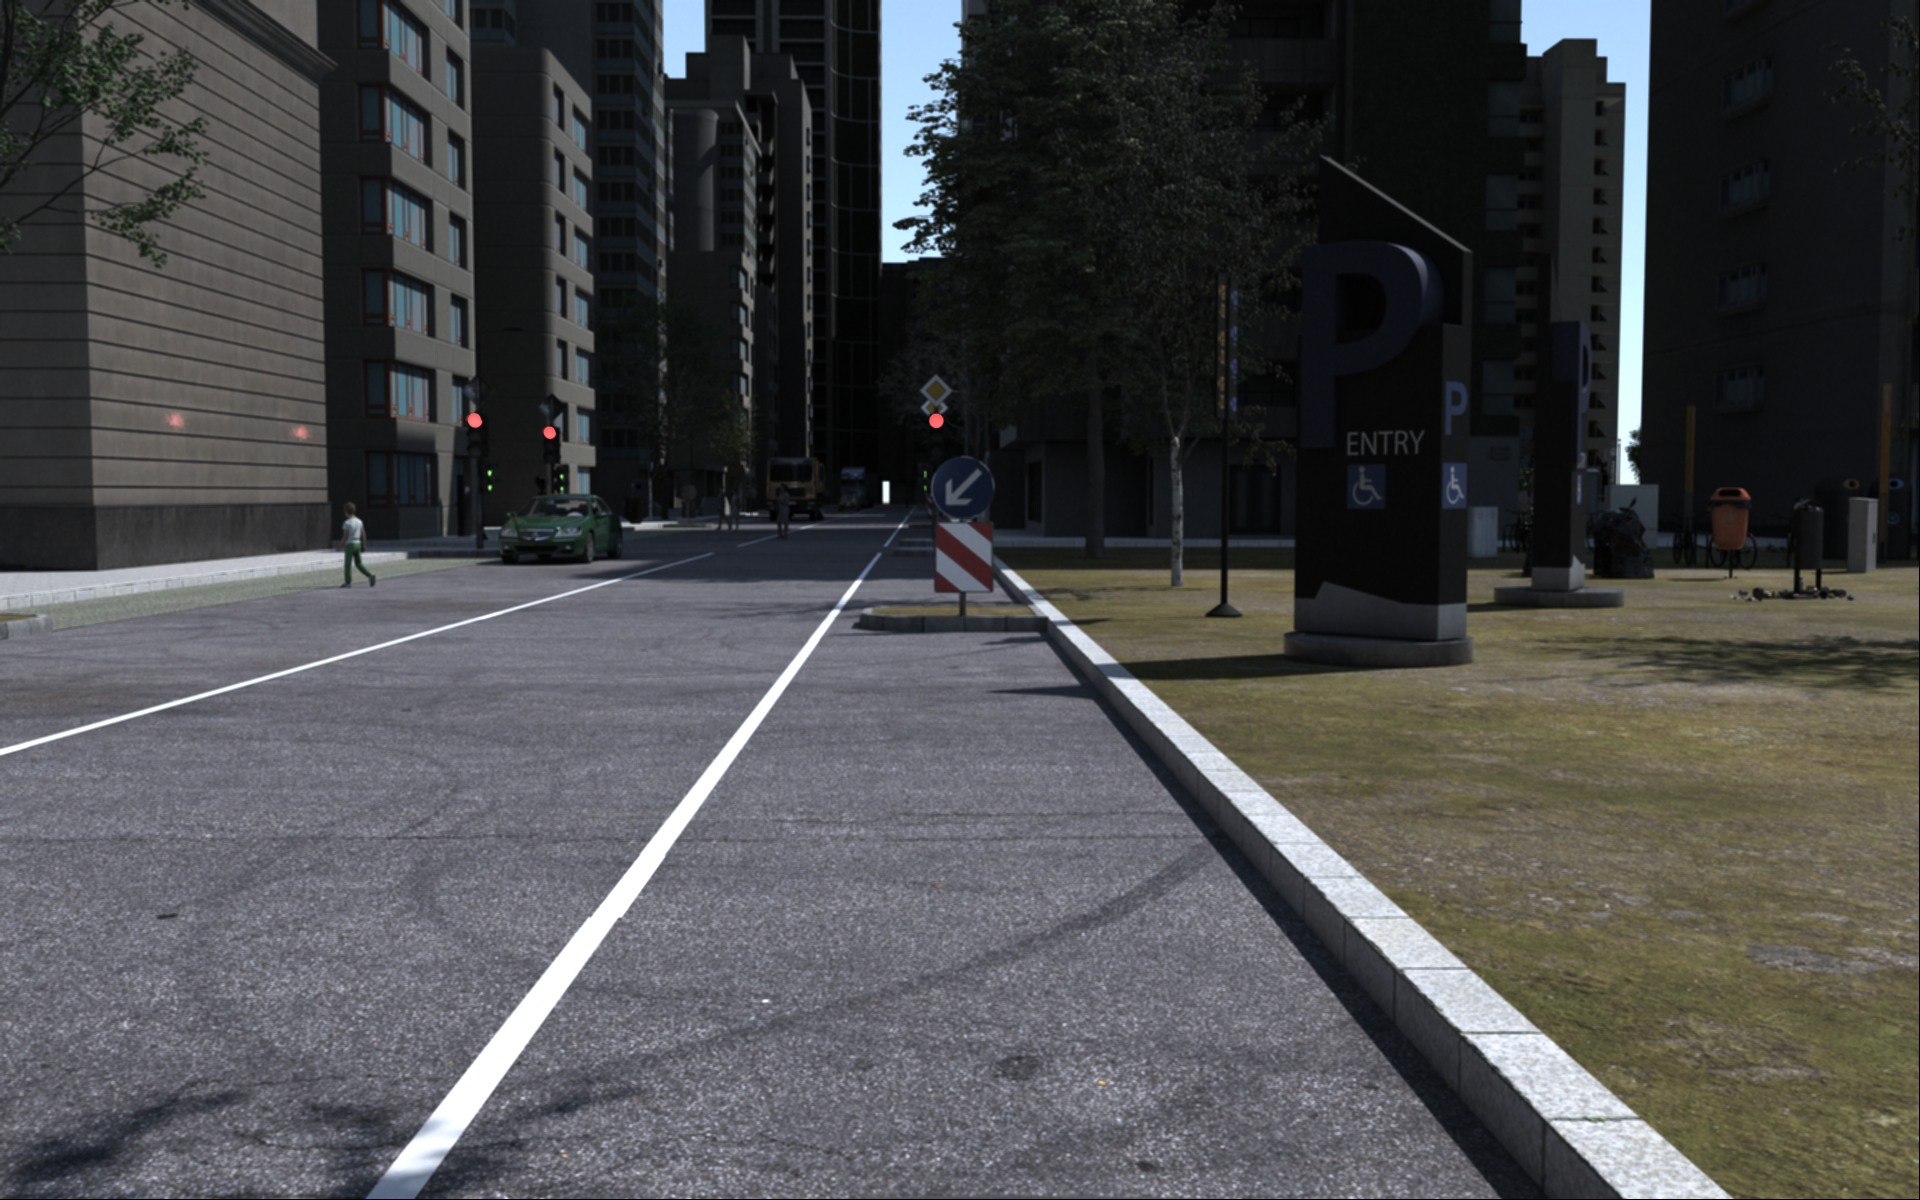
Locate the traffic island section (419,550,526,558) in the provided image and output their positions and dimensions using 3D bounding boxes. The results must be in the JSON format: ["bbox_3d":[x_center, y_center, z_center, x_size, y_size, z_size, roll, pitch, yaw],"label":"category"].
[{"bbox_3d":[-11.222,-1.111,40.438,2.009,0.180,2.903,0,4,-1],"label":"traffic island section"}]

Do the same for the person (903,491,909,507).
[{"bbox_3d":[-5.752,-10.753,185.001,0.721,1.739,1.217,-2,4,-30],"label":"person"}]

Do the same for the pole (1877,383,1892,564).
[{"bbox_3d":[17.010,-2.326,31.865,0.158,3.312,0.155,0,3,0],"label":"pole"}]

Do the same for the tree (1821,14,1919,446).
[{"bbox_3d":[10.026,-3.964,15.175,4.360,8.622,3.978,0,3,0],"label":"tree"}]

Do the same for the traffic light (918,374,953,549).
[{"bbox_3d":[-0.573,-3.157,40.534,0.839,4.253,0.868,0,4,-1],"label":"traffic light"}]

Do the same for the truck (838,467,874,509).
[{"bbox_3d":[-10.467,-11.481,177.474,2.967,4.110,18.799,0,3,0],"label":"truck"}]

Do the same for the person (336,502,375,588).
[{"bbox_3d":[-9.252,-0.842,26.507,0.590,1.304,0.306,1,4,11],"label":"person"}]

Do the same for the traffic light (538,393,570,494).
[{"bbox_3d":[-11.343,-3.631,48.287,0.839,4.253,0.868,0,4,-1],"label":"traffic light"}]

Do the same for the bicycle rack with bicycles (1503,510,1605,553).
[{"bbox_3d":[13.068,-1.522,38.267,2.925,0.926,2.852,-3,5,-44],"label":"bicycle rack with bicycles"}]

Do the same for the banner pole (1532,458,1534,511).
[{"bbox_3d":[40.212,-8.024,121.202,0.401,3.779,0.863,3,5,44],"label":"banner pole"}]

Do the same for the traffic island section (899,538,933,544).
[{"bbox_3d":[-0.694,-1.612,48.632,2.009,0.180,2.903,0,4,-1],"label":"traffic island section"}]

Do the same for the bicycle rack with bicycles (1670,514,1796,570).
[{"bbox_3d":[13.842,-1.041,30.403,2.852,0.926,2.925,1,4,18],"label":"bicycle rack with bicycles"}]

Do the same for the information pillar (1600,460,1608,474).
[{"bbox_3d":[44.265,-7.809,119.025,0.504,3.616,0.183,2,4,31],"label":"information pillar"}]

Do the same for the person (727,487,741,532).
[{"bbox_3d":[-8.462,-3.401,65.118,0.522,1.701,0.512,1,4,19],"label":"person"}]

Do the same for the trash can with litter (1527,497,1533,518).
[{"bbox_3d":[26.801,-4.298,81.660,0.624,1.170,1.055,0,4,-1],"label":"trash can with litter"}]

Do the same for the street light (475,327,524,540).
[{"bbox_3d":[-12.795,-4.624,48.149,1.470,5.913,1.316,0,4,-1],"label":"street light"}]

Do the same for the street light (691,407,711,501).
[{"bbox_3d":[-13.737,-7.321,92.240,1.470,5.913,1.316,0,4,-1],"label":"street light"}]

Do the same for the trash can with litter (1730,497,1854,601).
[{"bbox_3d":[10.233,-0.640,21.525,2.233,1.210,1.678,-2,4,-35],"label":"trash can with litter"}]

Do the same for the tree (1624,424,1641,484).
[{"bbox_3d":[28.498,-5.274,69.950,4.285,4.588,4.351,0,3,0],"label":"tree"}]

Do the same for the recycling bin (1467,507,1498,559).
[{"bbox_3d":[10.236,-1.349,34.618,0.722,1.027,0.722,-2,4,-33],"label":"recycling bin"}]

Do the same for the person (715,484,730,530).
[{"bbox_3d":[-9.456,-3.708,69.142,0.654,1.822,0.581,0,4,8],"label":"person"}]

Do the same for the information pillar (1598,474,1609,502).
[{"bbox_3d":[23.125,-3.539,62.359,0.304,2.012,0.304,-1,4,-10],"label":"information pillar"}]

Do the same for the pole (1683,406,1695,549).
[{"bbox_3d":[16.910,-2.833,40.158,0.158,3.312,0.155,0,3,0],"label":"pole"}]

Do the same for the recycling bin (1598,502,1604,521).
[{"bbox_3d":[21.669,-2.787,58.114,0.722,1.027,0.722,0,4,5],"label":"recycling bin"}]

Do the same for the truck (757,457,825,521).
[{"bbox_3d":[-8.874,-5.990,93.856,3.469,3.379,9.791,0,4,-1],"label":"truck"}]

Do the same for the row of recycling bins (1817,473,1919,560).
[{"bbox_3d":[18.629,-1.634,33.835,3.534,1.692,1.069,1,4,20],"label":"row of recycling bins"}]

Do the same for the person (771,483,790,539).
[{"bbox_3d":[-5.788,-2.854,55.523,0.532,1.782,0.716,-3,5,-40],"label":"person"}]

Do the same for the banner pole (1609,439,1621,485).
[{"bbox_3d":[29.558,-5.389,78.128,0.863,3.779,0.401,-2,4,-29],"label":"banner pole"}]

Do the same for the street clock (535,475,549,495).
[{"bbox_3d":[-15.566,-3.668,64.537,0.471,2.002,0.358,-2,4,-32],"label":"street clock"}]

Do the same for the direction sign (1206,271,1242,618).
[{"bbox_3d":[2.770,-1.595,18.069,0.379,3.537,0.876,1,4,22],"label":"direction sign"}]

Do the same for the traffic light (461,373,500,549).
[{"bbox_3d":[-11.181,-3.143,40.304,0.839,4.253,0.868,0,4,-1],"label":"traffic light"}]

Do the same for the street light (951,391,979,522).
[{"bbox_3d":[0.186,-6.478,78.456,1.470,5.913,1.316,0,4,-1],"label":"street light"}]

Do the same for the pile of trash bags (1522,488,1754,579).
[{"bbox_3d":[10.421,-1.047,26.878,3.447,1.369,1.912,2,4,31],"label":"pile of trash bags"}]

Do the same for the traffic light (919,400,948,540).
[{"bbox_3d":[-0.735,-3.645,48.517,0.839,4.253,0.868,0,4,-1],"label":"traffic light"}]

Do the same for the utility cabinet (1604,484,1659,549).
[{"bbox_3d":[15.418,-1.906,39.834,1.173,1.500,0.318,0,4,-7],"label":"utility cabinet"}]

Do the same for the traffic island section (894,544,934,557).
[{"bbox_3d":[-0.532,-1.123,40.649,2.009,0.180,2.903,0,4,-1],"label":"traffic island section"}]

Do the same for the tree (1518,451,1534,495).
[{"bbox_3d":[22.012,-4.540,68.826,1.663,3.219,1.824,0,3,0],"label":"tree"}]

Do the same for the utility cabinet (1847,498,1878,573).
[{"bbox_3d":[14.881,-1.063,28.539,0.306,1.237,1.020,3,4,36],"label":"utility cabinet"}]

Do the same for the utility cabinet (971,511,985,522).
[{"bbox_3d":[0.982,-4.282,81.171,1.020,1.237,0.306,3,5,41],"label":"utility cabinet"}]
